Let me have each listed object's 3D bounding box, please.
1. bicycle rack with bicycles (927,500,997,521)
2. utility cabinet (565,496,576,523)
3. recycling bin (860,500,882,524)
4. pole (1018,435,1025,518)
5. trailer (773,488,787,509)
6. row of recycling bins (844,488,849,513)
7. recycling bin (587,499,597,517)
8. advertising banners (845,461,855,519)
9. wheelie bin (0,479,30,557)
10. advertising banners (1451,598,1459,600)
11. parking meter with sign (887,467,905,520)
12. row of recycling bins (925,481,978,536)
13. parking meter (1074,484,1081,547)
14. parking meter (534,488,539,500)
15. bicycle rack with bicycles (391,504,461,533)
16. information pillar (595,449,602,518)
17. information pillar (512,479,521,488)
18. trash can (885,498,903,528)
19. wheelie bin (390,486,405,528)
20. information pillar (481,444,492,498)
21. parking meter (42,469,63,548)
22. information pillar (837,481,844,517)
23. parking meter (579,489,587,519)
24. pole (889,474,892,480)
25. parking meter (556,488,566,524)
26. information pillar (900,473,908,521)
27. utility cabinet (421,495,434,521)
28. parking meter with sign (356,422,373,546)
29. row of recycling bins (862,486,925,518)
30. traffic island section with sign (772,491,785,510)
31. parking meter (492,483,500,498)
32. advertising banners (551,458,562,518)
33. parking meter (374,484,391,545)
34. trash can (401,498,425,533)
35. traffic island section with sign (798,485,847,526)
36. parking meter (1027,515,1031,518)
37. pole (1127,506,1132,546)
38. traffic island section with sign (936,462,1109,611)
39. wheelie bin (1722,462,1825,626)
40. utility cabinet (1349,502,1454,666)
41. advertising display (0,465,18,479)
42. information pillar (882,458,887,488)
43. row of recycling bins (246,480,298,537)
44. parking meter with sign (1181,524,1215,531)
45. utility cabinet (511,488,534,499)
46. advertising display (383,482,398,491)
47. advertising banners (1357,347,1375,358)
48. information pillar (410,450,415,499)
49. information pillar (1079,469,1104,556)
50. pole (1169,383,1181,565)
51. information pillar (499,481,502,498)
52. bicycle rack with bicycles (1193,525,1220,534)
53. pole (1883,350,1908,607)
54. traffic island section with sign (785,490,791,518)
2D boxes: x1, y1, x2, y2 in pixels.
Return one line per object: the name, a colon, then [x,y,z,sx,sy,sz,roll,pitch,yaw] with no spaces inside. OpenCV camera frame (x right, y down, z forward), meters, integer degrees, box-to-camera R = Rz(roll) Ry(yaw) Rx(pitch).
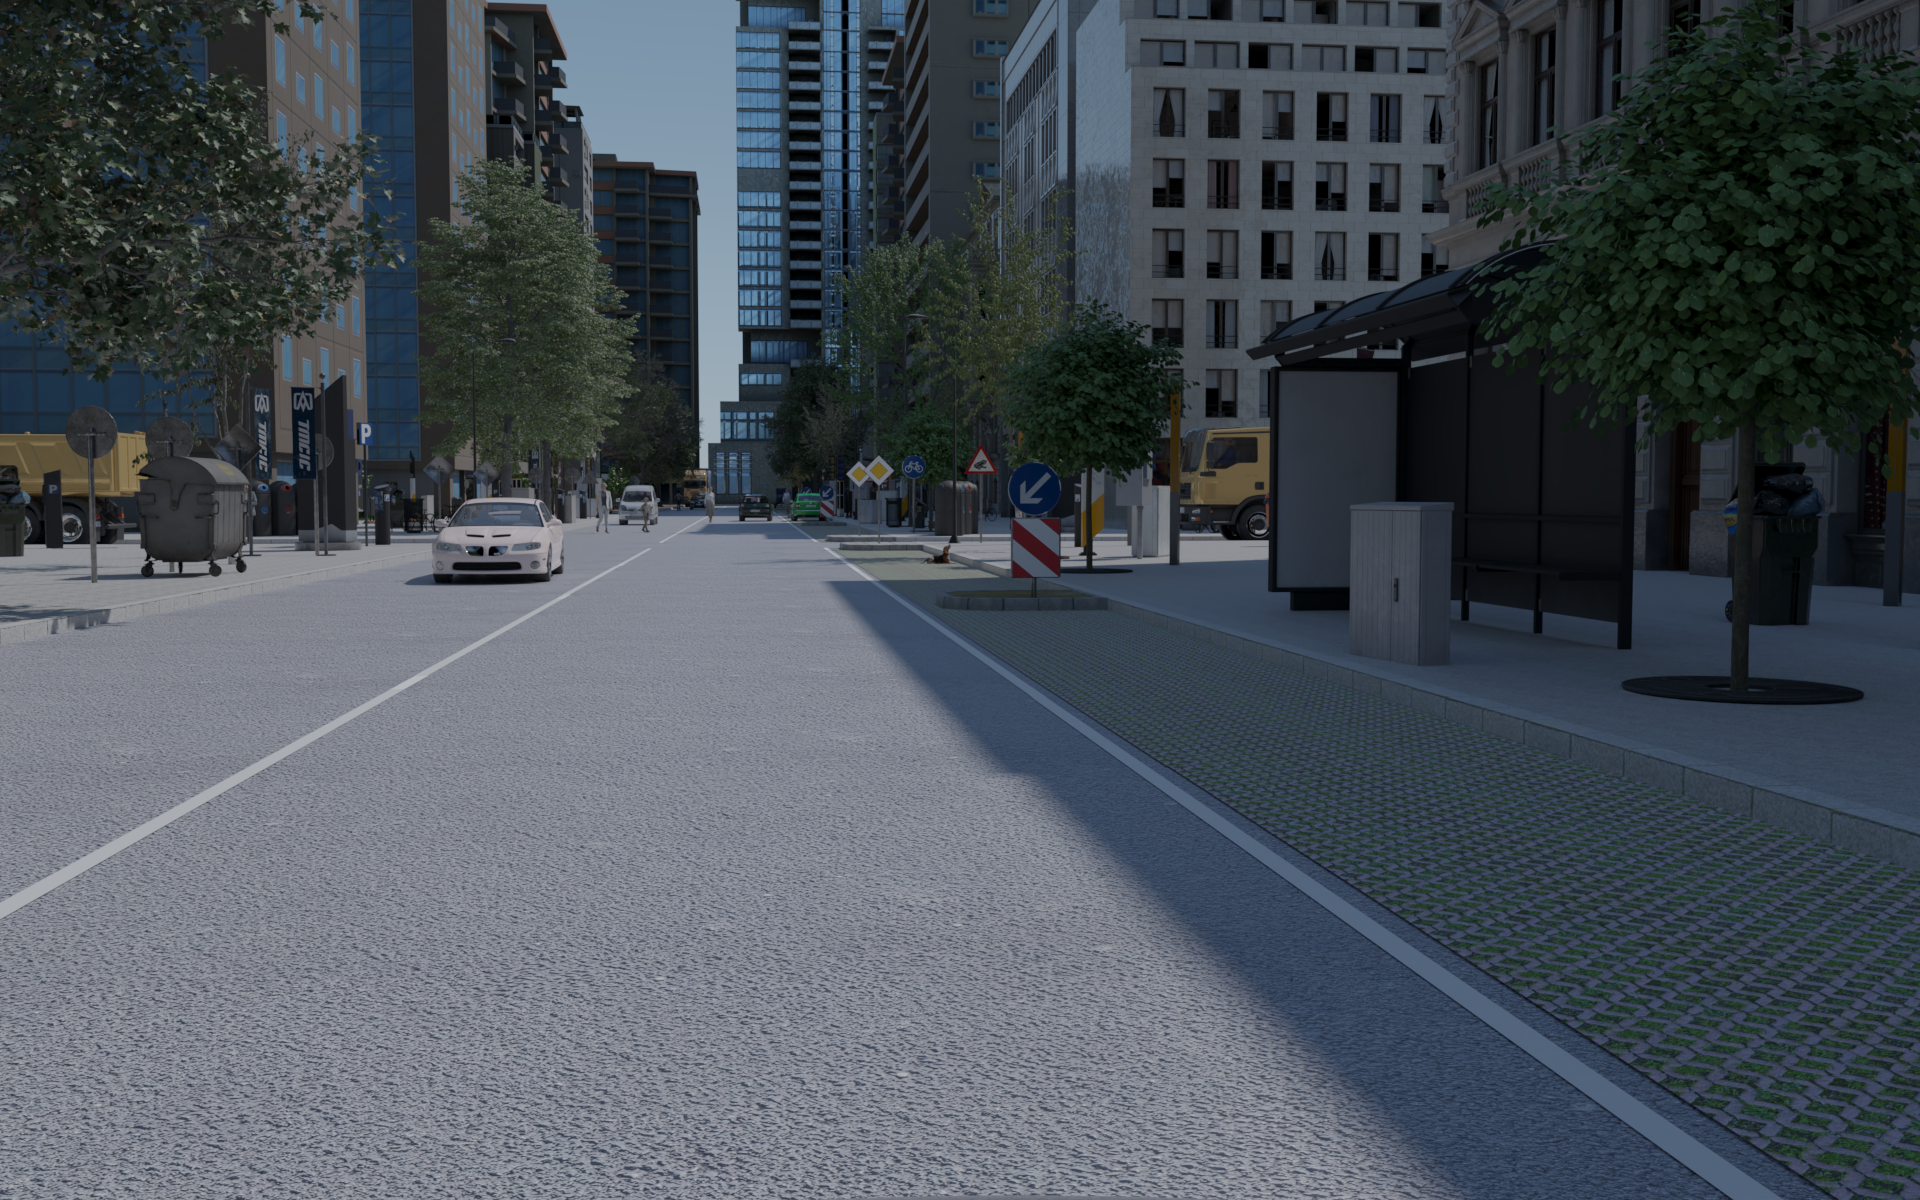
bicycle rack with bicycles: [-0.050,-4.162,81.424,2.852,0.926,2.925,-3,5,-40]
utility cabinet: [-17.084,-3.963,75.961,0.306,1.237,1.020,0,4,-2]
recycling bin: [-3.863,-3.817,74.962,0.722,1.027,0.722,3,4,38]
pole: [1.578,-3.077,44.159,0.158,3.312,0.155,0,3,0]
trailer: [-17.691,-10.030,171.032,1.471,1.999,3.904,-1,4,-8]
row of recycling bins: [-7.889,-6.852,119.149,1.069,1.692,3.534,1,4,21]
recycling bin: [-20.672,-5.161,96.931,0.722,1.027,0.722,-3,5,-44]
advertising banners: [-5.780,-5.835,91.594,0.090,3.025,2.074,1,4,10]
wheelie bin: [-19.529,-1.685,35.461,0.693,1.594,0.980,3,5,41]
advertising banners: [6.127,-1.507,20.828,2.074,3.025,0.090,1,4,14]
parking meter with sign: [-3.260,-5.552,87.032,0.543,3.016,1.738,-2,4,-28]
row of recycling bins: [-0.135,-2.892,54.403,1.069,1.692,3.534,1,4,11]
parking meter: [2.958,-2.051,41.949,0.372,1.533,0.369,0,3,0]
parking meter: [-19.254,-4.285,78.478,0.372,1.533,0.369,0,3,0]
bicycle rack with bicycles: [-17.902,-2.802,59.191,2.852,0.926,2.925,1,4,23]
information pillar: [-18.976,-6.092,90.958,0.183,3.616,0.504,-3,5,-44]
information pillar: [-21.355,-4.833,83.515,0.304,2.012,0.304,3,4,37]
trash can: [-2.532,-3.348,66.396,0.748,1.137,0.748,0,3,0]
wheelie bin: [-21.541,-3.560,66.118,0.693,1.594,0.980,-2,4,-27]
information pillar: [-21.490,-5.331,78.515,0.504,3.616,0.183,-3,5,-41]
parking meter: [-21.464,-2.156,40.958,0.399,1.863,0.255,-2,4,-34]
information pillar: [-6.690,-5.651,96.879,0.304,2.012,0.304,-3,4,-37]
parking meter: [-19.462,-4.956,89.439,0.372,1.533,0.369,0,3,0]
pole: [-3.697,-5.977,91.571,0.158,3.312,0.155,0,3,0]
parking meter: [-17.289,-4.075,75.042,0.372,1.533,0.369,0,3,0]
information pillar: [-2.649,-5.501,81.294,0.183,3.616,0.504,3,4,36]
utility cabinet: [-24.997,-4.289,81.283,0.306,1.237,1.020,0,4,0]
parking meter with sign: [-15.323,-2.829,42.509,1.738,3.016,0.543,1,4,14]
row of recycling bins: [-3.525,-5.290,93.600,3.534,1.692,1.069,-1,4,-13]
traffic island section with sign: [-18.725,-10.517,180.577,1.989,1.847,2.006,0,4,-7]
parking meter: [-23.721,-5.060,88.445,0.399,1.863,0.255,-1,4,-11]
advertising banners: [-19.662,-5.389,84.299,0.090,3.025,2.074,-2,4,-27]
parking meter: [-14.568,-2.157,43.679,0.372,1.533,0.369,0,3,0]
trash can: [-17.898,-2.757,56.723,0.748,1.137,0.748,0,3,0]
traffic island section with sign: [-6.136,-4.242,77.977,1.989,1.847,2.006,0,4,-7]
parking meter: [2.409,-3.217,58.313,0.255,1.863,0.399,1,4,12]
pole: [4.265,-3.003,42.947,0.158,3.312,0.155,0,3,0]
traffic island section with sign: [0.723,-0.822,22.060,1.989,1.847,2.006,0,4,-7]
wheelie bin: [8.053,-0.561,17.081,0.980,1.594,0.693,-1,4,-11]
utility cabinet: [3.391,-0.137,13.401,0.306,1.237,1.020,-1,4,-18]
advertising display: [-21.401,-2.029,38.388,0.974,1.923,0.123,-1,4,-22]
information pillar: [-4.704,-7.079,107.092,0.183,3.616,0.504,-3,5,-39]
row of recycling bins: [-21.093,-2.795,52.817,1.069,1.692,3.534,2,4,28]
parking meter with sign: [8.103,-3.941,60.696,1.738,3.016,0.543,0,4,1]
utility cabinet: [-15.462,-3.185,60.746,1.173,1.500,0.318,2,4,28]
advertising display: [-29.965,-5.258,91.182,0.974,1.923,0.123,2,4,32]
advertising banners: [4.422,-1.470,20.218,0.090,3.025,2.074,2,4,35]
information pillar: [-28.951,-6.130,91.586,0.183,3.616,0.504,-3,4,-38]
information pillar: [2.751,-2.733,36.044,0.504,3.616,0.183,-1,4,-15]
pole: [3.873,-2.283,31.169,0.158,3.312,0.155,0,3,0]
information pillar: [-24.885,-5.479,94.074,0.304,2.012,0.304,-1,4,-18]
bicycle rack with bicycles: [8.837,-2.631,56.393,2.925,0.926,2.852,-2,4,-27]
pole: [10.673,-1.583,19.723,0.158,3.312,0.155,0,3,0]
traffic island section with sign: [-9.423,-5.878,104.733,1.989,1.847,2.006,0,4,-7]
